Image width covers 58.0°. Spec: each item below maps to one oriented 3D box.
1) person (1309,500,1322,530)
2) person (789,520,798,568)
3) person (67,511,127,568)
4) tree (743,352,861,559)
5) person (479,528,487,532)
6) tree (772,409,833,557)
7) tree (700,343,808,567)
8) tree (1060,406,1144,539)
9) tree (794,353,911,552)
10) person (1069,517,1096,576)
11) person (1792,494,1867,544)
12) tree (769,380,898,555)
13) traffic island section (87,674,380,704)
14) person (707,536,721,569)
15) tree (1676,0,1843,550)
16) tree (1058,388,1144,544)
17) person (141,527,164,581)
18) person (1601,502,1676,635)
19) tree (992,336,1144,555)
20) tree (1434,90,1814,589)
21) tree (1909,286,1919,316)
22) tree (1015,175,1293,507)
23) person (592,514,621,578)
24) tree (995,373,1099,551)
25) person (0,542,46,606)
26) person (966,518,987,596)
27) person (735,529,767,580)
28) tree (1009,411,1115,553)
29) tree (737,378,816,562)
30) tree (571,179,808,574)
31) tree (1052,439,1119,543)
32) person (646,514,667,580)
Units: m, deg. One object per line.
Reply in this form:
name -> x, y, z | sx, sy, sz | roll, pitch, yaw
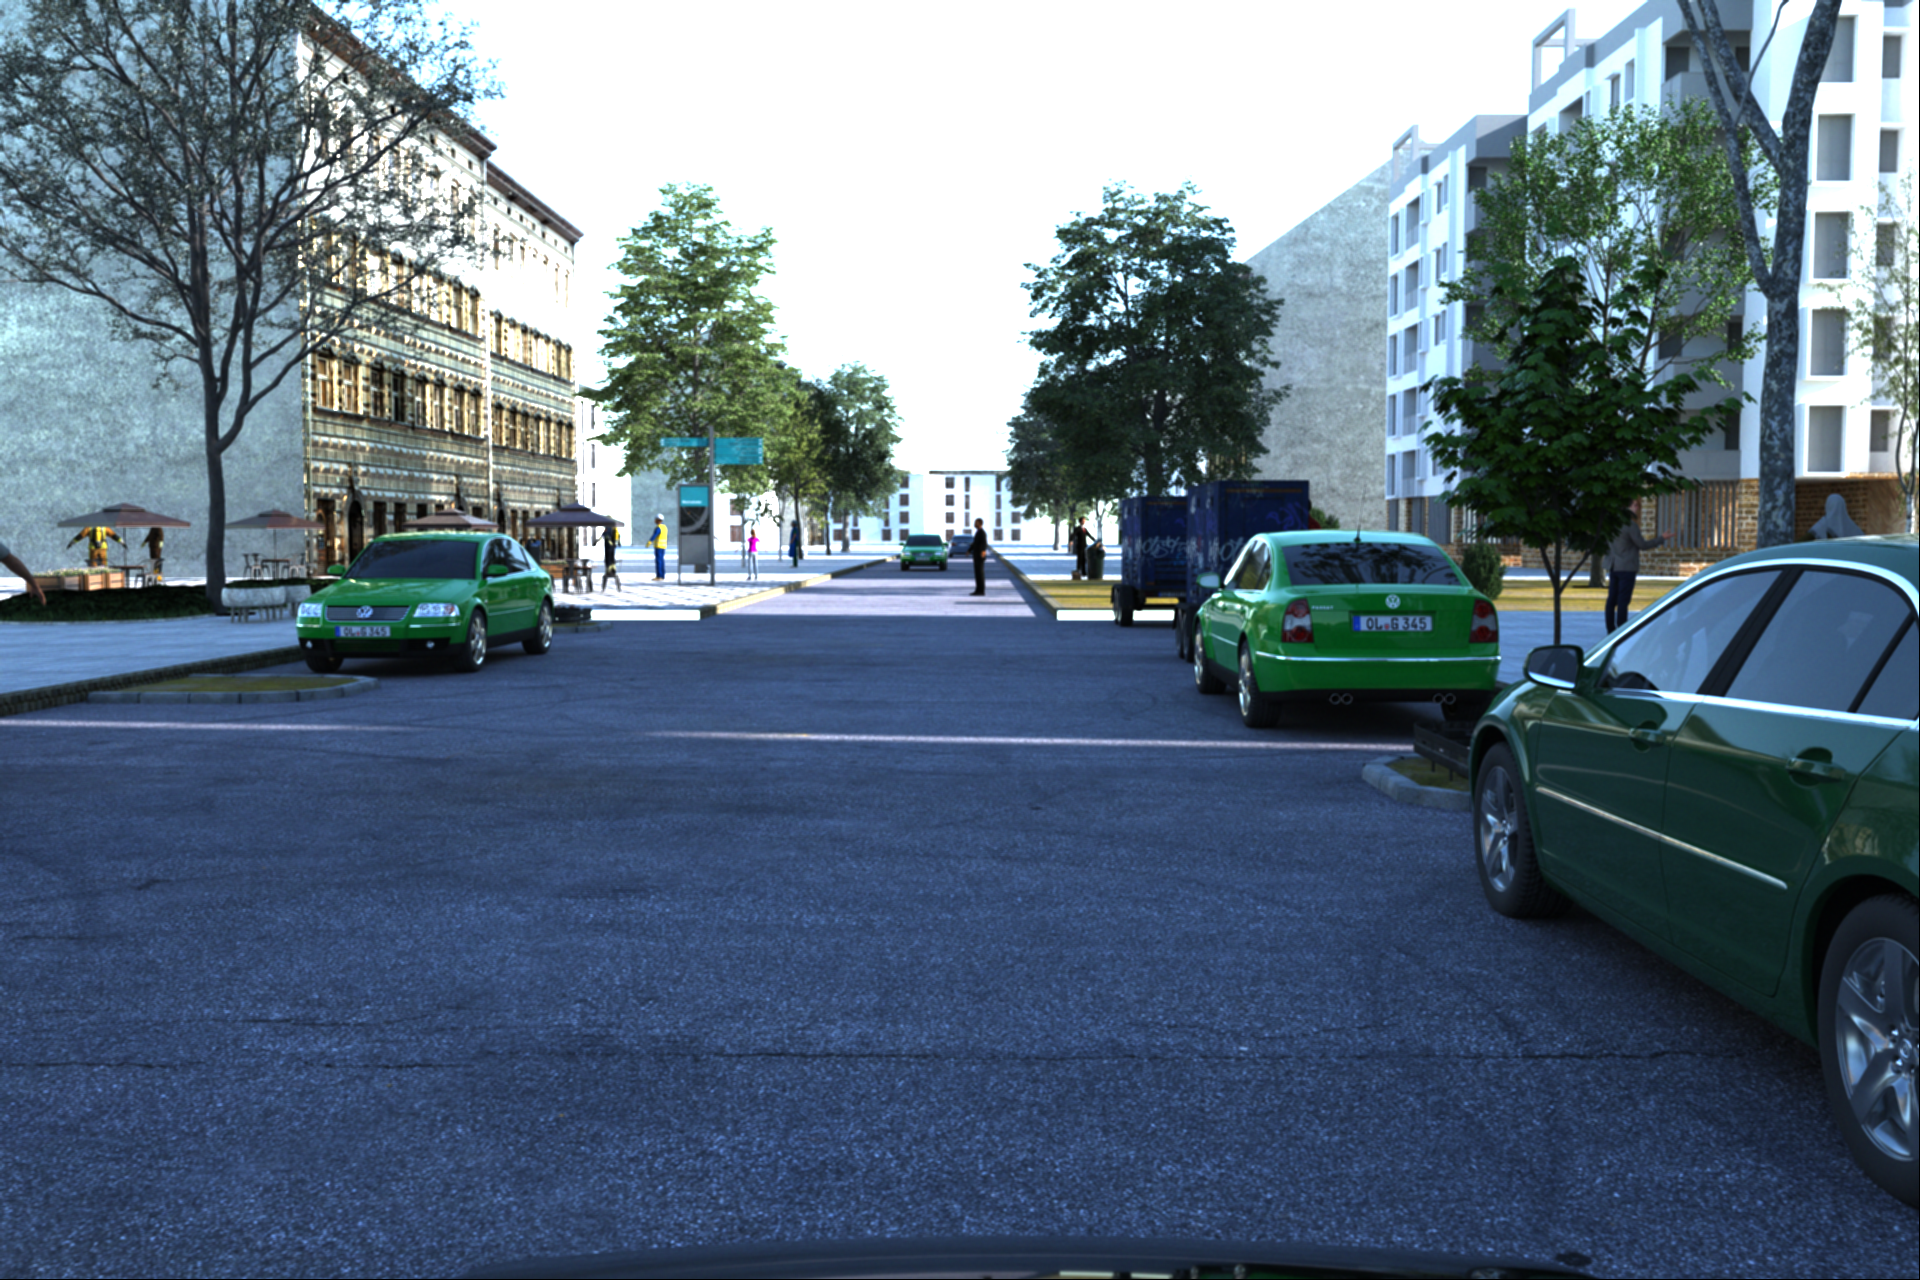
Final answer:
person -> 4.934, -1.157, 25.033 | 0.704, 1.816, 1.345 | -2, 4, -27
person -> -6.376, -3.684, 66.366 | 0.704, 1.817, 1.347 | 0, 4, -5
person -> -21.367, -2.272, 42.908 | 1.354, 1.858, 0.705 | -2, 4, -30
tree -> -8.462, -9.398, 88.067 | 7.601, 10.594, 8.767 | 0, 4, 6
person -> -15.675, -3.091, 57.340 | 0.721, 1.733, 1.217 | 1, 4, 15
tree -> -8.717, -8.952, 96.734 | 4.737, 8.622, 4.395 | 0, 3, 0
tree -> -8.170, -7.090, 66.283 | 4.737, 8.622, 4.395 | 0, 3, 0
tree -> 6.761, -8.387, 87.492 | 4.360, 8.622, 3.978 | 0, 3, 0
tree -> -8.144, -13.271, 123.638 | 9.857, 13.997, 8.962 | 0, 3, 0
person -> 3.727, -2.842, 52.651 | 1.347, 1.806, 0.705 | -3, 5, -45
person -> 9.917, -0.796, 19.786 | 1.217, 1.736, 0.721 | 0, 4, -4
tree -> -7.962, -10.390, 104.293 | 8.767, 10.594, 7.601 | -1, 4, -12
traffic island section -> -6.388, 0.443, 15.627 | 1.991, 0.108, 1.994 | 0, 4, 1
person -> -9.372, -3.483, 63.083 | 1.345, 1.843, 0.704 | -1, 4, -21
tree -> 9.416, -10.091, 20.871 | 12.611, 20.169, 13.585 | 0, 3, 0
tree -> 6.625, -7.982, 80.862 | 4.737, 8.622, 4.395 | 0, 3, 0
person -> -21.741, -2.482, 46.723 | 0.704, 1.812, 1.346 | -3, 5, -45
person -> 8.211, -0.883, 21.003 | 0.750, 1.759, 0.617 | 0, 4, 1
tree -> 7.017, -12.044, 107.291 | 12.009, 13.543, 11.850 | 0, 3, 0
tree -> 15.321, -7.036, 40.787 | 9.928, 11.665, 9.643 | 0, 3, 0
tree -> 28.693, -8.065, 42.225 | 12.009, 13.543, 11.850 | 0, 3, 0
tree -> 6.744, -9.423, 60.724 | 9.857, 13.997, 8.962 | 0, 3, 0
person -> -10.239, -2.736, 50.505 | 0.705, 1.856, 1.354 | 1, 4, 23
tree -> 7.321, -13.765, 131.711 | 9.857, 13.997, 8.962 | 0, 3, 0
person -> -7.221, -0.250, 12.400 | 0.705, 1.847, 1.347 | 3, 5, 40
person -> 0.420, -1.939, 40.384 | 0.704, 1.802, 1.346 | -1, 4, -16
person -> -5.881, -2.424, 48.901 | 0.991, 1.433, 0.599 | -2, 4, -34
tree -> 7.583, -11.331, 119.670 | 8.767, 10.594, 7.601 | 0, 4, 2
tree -> -8.546, -7.984, 80.896 | 4.737, 8.622, 4.395 | 0, 3, 0
tree -> -8.776, -8.459, 56.429 | 7.486, 12.596, 7.792 | 0, 3, 0
tree -> 7.300, -8.874, 95.454 | 4.737, 8.622, 4.395 | 0, 3, 0
person -> -8.405, -2.587, 48.273 | 0.705, 1.833, 1.349 | 1, 4, 12
